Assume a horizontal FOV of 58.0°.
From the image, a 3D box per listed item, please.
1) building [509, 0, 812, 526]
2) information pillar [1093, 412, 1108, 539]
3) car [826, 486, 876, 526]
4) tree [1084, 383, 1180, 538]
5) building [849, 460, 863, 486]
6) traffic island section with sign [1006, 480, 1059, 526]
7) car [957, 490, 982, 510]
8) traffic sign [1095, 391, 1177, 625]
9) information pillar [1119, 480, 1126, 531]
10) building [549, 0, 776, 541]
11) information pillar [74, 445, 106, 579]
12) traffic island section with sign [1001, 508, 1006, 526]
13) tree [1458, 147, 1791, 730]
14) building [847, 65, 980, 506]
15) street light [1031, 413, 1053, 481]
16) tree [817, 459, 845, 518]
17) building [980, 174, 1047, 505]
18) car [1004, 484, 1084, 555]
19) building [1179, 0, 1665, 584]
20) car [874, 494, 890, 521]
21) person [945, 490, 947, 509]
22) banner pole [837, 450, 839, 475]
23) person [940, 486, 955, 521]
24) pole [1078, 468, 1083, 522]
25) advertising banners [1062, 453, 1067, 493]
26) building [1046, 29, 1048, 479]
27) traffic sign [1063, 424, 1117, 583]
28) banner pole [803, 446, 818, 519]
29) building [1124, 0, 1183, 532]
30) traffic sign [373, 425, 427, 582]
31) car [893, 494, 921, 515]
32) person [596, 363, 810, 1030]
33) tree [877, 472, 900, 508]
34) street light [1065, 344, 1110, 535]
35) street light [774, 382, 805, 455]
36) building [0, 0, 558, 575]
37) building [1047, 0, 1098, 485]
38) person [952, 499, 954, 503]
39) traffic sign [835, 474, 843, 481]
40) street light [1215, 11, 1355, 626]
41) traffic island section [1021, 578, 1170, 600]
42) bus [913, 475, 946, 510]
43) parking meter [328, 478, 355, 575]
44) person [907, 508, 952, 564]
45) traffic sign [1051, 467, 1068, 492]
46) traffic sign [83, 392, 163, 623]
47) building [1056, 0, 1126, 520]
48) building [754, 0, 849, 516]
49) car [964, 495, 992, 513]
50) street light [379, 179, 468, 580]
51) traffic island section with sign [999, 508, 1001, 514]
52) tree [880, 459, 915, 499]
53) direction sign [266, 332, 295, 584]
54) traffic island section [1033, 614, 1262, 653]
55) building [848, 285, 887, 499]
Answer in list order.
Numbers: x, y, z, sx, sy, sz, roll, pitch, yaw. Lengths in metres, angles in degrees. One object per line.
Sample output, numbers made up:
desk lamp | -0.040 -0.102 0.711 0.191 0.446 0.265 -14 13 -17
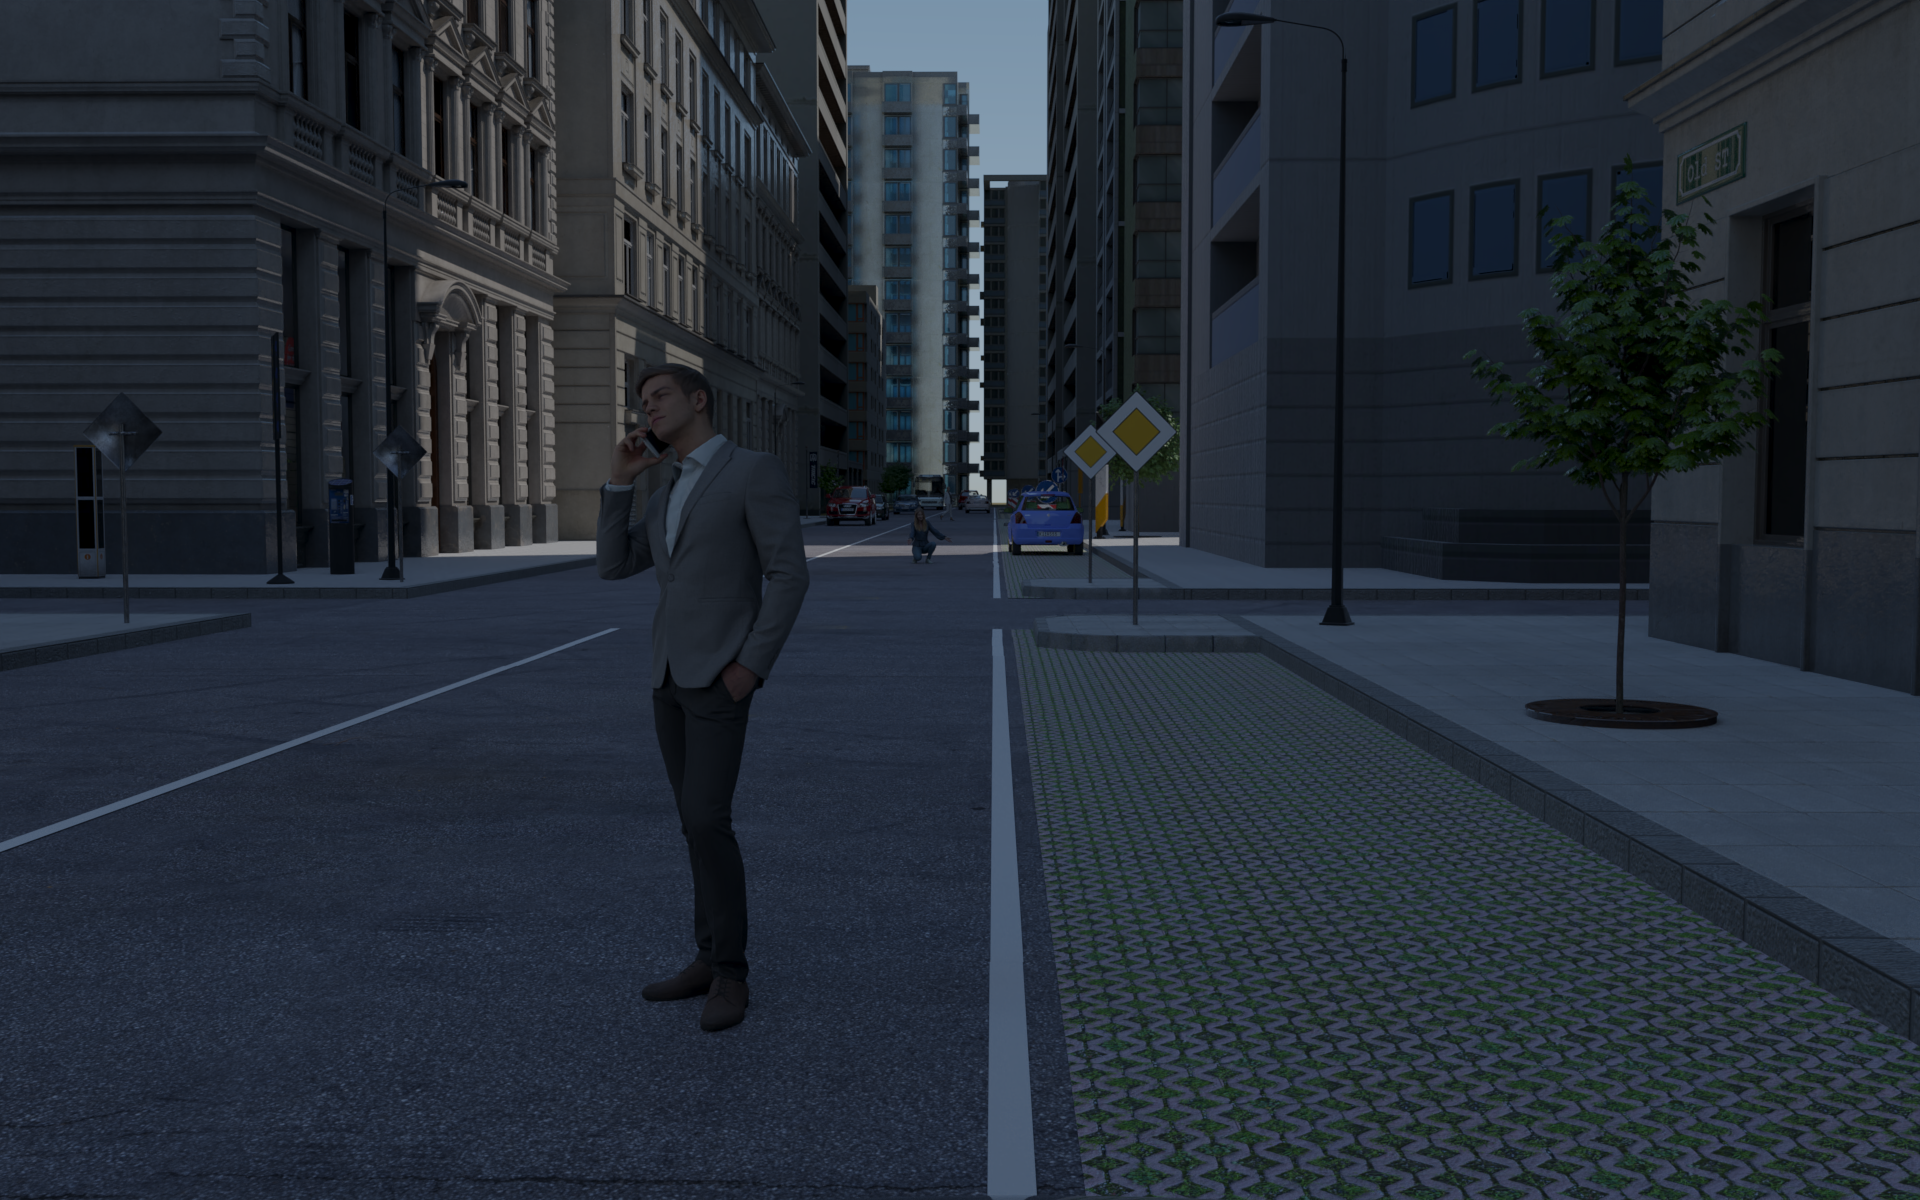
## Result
building | -13.867 -15.735 86.150 11.050 23.489 19.941 0 4 1
information pillar | 4.034 -3.546 49.326 0.183 3.616 0.504 -2 4 -34
car | -4.969 -4.341 79.647 2.281 1.827 5.304 0 4 1
tree | 5.237 -4.137 51.361 4.285 4.588 4.351 0 3 0
building | -18.016 -42.390 131.330 20.563 71.187 20.611 0 4 1
traffic island section with sign | 2.400 -2.542 50.194 1.989 1.847 2.006 0 4 1
car | 0.891 -9.085 157.220 2.281 1.827 5.304 0 4 2
traffic sign | 1.717 -0.812 16.927 0.795 2.450 0.064 0 4 1
information pillar | 5.635 -4.186 59.790 0.183 3.616 0.504 1 4 20
building | -16.348 -13.938 61.166 16.112 22.955 30.059 0 4 1
information pillar | -13.165 -1.328 26.212 0.304 2.012 0.304 0 4 -5
traffic island section with sign | 2.941 -4.191 77.144 1.989 1.847 2.006 0 4 1
tree | 3.651 -0.931 9.829 1.663 3.219 1.824 0 3 0
building | -12.991 -35.275 196.361 30.456 49.044 23.786 0 4 1
street light | 4.754 -7.751 99.272 1.470 5.913 1.316 0 4 1
tree | -7.037 -6.111 94.521 1.663 3.219 1.824 0 3 0
building | 14.305 -31.049 199.524 23.993 40.220 32.217 0 4 1
car | 2.026 -1.952 41.508 1.945 1.707 3.694 0 4 0
building | 19.370 -29.998 32.460 28.212 58.520 21.231 0 4 1
car | -4.822 -5.197 94.754 2.009 1.686 4.222 0 4 1
person | -1.302 -9.999 171.981 0.705 1.824 1.348 2 4 27
banner pole | -6.953 -6.644 98.646 0.401 3.779 0.863 0 4 2
person | -0.685 -5.190 93.232 0.818 1.842 0.514 1 4 15
pole | 4.999 -4.771 71.847 0.158 3.312 0.155 0 3 0
advertising banners | 4.456 -4.748 73.815 0.090 3.025 2.074 0 4 -1
building | 15.719 -31.603 166.820 14.600 45.320 14.200 0 4 1
traffic sign | 1.874 -1.301 24.910 0.795 2.450 0.064 0 4 1
banner pole | -7.740 -6.103 89.805 0.863 3.779 0.401 1 4 23
building | 12.993 -17.884 64.105 14.160 30.474 14.107 0 4 1
traffic sign | -8.117 -1.314 25.128 0.795 2.450 0.064 0 4 1
car | -3.740 -6.784 122.921 2.014 1.417 4.499 0 4 3
person | -0.729 0.234 4.850 0.473 1.802 0.592 -2 4 -32
tree | -6.357 -9.927 156.902 1.663 3.219 1.824 0 3 0
street light | 3.948 -4.971 53.822 1.470 5.913 1.316 0 4 1
street light | -7.106 -6.069 71.762 1.470 5.913 1.316 0 4 1
building | -15.644 -12.679 36.177 11.050 23.489 19.941 0 4 1
building | 17.736 -31.190 133.665 21.300 48.544 21.600 0 4 1
person | -0.908 -8.211 146.004 1.065 1.426 0.557 3 5 40
traffic sign | -6.820 -5.791 95.864 0.795 2.450 0.064 0 4 2
street light | 3.161 -2.710 16.849 1.470 5.913 1.316 0 4 1
traffic island section | 1.898 -0.166 24.987 2.009 0.180 2.903 0 4 1
bus | -2.749 -9.966 157.803 2.948 3.499 13.247 0 4 -1
parking meter | -9.888 -1.179 27.686 0.372 1.533 0.369 0 3 0
person | -0.672 -1.326 35.680 1.012 1.151 0.738 -1 4 -14
traffic sign | 4.724 -5.024 82.248 0.768 2.556 0.104 1 4 9
traffic sign | -8.275 -0.826 17.144 0.795 2.450 0.064 0 4 1
building | 15.644 -39.748 88.127 20.563 71.187 20.611 0 4 1
building | -18.716 -29.801 110.941 21.300 48.544 21.600 0 4 1
car | 1.339 -7.169 129.578 2.083 1.381 4.827 0 4 1
street light | -7.964 -3.253 25.734 1.470 5.913 1.316 0 4 1
traffic island section with sign | 3.925 -7.223 126.722 1.989 1.847 2.006 0 4 1
tree | -5.890 -11.016 163.821 4.285 4.588 4.351 0 3 0
direction sign | -9.718 -1.998 24.667 0.379 3.537 0.876 -2 4 -26
traffic island section | 1.740 0.323 17.004 2.009 0.180 2.903 0 4 1
building | -22.142 -19.367 161.687 28.899 21.520 27.650 0 4 1
